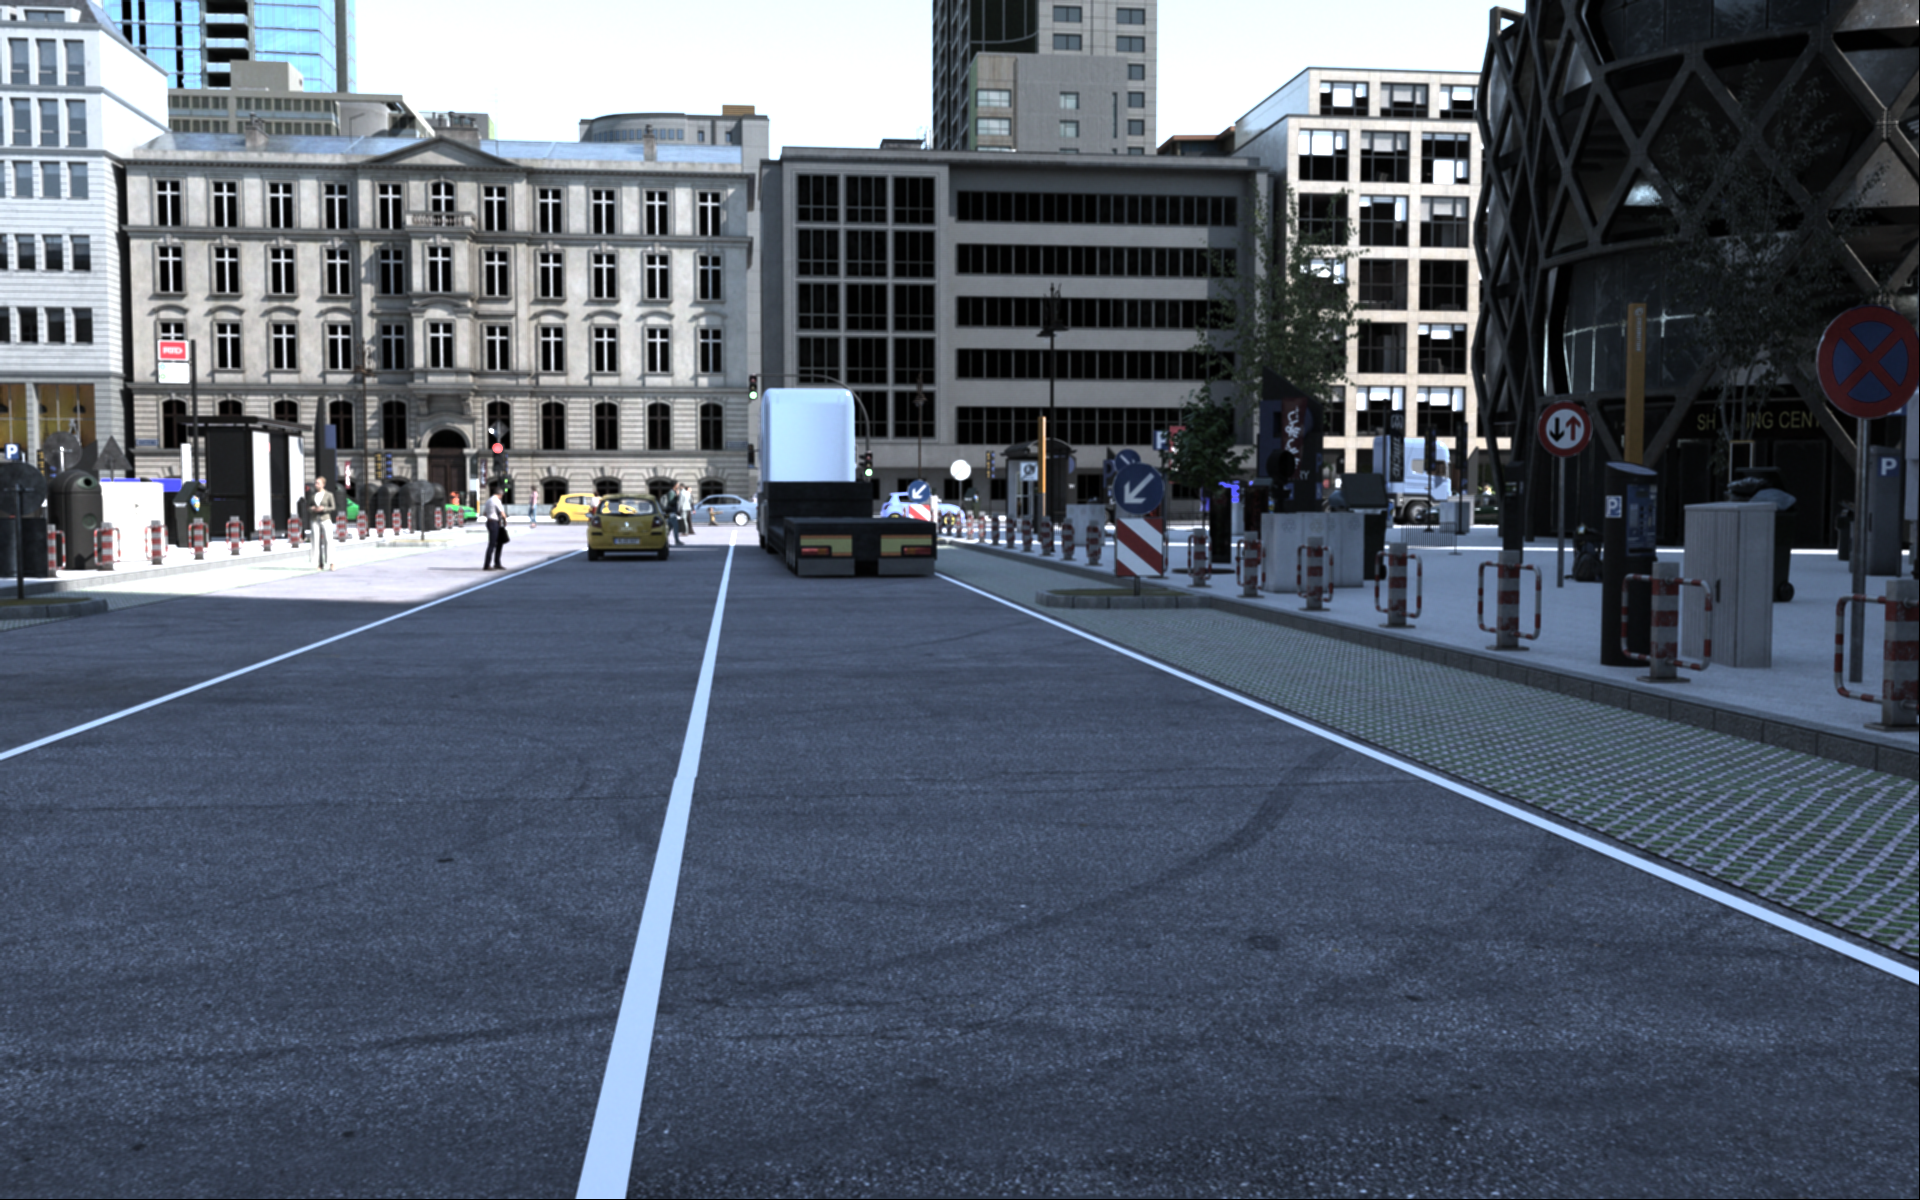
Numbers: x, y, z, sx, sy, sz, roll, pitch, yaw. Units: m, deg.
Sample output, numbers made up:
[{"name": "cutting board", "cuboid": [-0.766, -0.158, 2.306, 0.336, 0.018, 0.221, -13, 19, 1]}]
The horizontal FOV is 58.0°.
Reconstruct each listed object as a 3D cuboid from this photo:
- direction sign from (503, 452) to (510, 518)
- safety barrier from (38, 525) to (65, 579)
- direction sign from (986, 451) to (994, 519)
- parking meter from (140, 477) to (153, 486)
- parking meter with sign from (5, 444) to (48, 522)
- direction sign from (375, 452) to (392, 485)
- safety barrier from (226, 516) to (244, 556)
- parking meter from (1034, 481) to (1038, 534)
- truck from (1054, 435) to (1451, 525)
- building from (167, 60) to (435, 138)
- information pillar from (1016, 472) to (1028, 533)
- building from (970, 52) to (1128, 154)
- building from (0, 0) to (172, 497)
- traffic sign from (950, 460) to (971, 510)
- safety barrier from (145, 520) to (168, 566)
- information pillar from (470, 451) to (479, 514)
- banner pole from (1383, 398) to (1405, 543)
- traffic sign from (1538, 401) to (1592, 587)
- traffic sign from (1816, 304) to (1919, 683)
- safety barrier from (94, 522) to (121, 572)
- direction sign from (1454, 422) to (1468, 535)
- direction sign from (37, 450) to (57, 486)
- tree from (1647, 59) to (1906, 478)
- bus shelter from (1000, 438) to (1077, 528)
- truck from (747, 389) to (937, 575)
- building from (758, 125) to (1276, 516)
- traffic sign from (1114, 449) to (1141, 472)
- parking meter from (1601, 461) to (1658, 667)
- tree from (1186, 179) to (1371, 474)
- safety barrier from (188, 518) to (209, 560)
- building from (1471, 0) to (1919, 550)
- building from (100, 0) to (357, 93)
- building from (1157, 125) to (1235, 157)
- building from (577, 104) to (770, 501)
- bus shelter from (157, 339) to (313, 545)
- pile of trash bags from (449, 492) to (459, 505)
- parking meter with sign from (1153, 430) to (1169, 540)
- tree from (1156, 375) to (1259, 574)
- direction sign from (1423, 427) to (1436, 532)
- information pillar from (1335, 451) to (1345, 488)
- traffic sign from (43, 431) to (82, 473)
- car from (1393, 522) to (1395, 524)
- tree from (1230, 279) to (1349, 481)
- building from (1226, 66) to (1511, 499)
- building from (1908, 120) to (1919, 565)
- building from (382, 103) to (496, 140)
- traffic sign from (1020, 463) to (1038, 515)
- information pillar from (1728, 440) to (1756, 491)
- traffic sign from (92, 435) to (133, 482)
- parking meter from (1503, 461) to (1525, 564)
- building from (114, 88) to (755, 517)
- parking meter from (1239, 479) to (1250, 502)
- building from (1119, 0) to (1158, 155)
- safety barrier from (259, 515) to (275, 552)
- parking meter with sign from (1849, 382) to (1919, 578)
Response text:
[{"name": "direction sign", "cuboid": [-24.443, -6.187, 93.153, 0.379, 3.537, 0.876, 0, 4, -1]}, {"name": "safety barrier", "cuboid": [-13.824, -0.736, 26.304, 0.300, 0.817, 1.120, 0, 4, -7]}, {"name": "direction sign", "cuboid": [1.589, -6.044, 90.823, 0.379, 3.537, 0.876, 2, 4, 28]}, {"name": "parking meter", "cuboid": [-28.632, -3.383, 61.016, 0.399, 1.863, 0.255, 1, 4, 18]}, {"name": "parking meter with sign", "cuboid": [-32.609, -3.945, 60.755, 0.543, 3.016, 1.738, 1, 4, 9]}, {"name": "direction sign", "cuboid": [-31.040, -6.196, 93.299, 0.876, 3.537, 0.379, -1, 4, -20]}, {"name": "safety barrier", "cuboid": [-15.036, -1.324, 35.917, 0.300, 0.817, 1.120, 0, 4, -7]}, {"name": "parking meter", "cuboid": [2.561, -3.083, 56.122, 0.255, 1.863, 0.399, 2, 4, 25]}, {"name": "truck", "cuboid": [13.707, -5.470, 79.196, 18.799, 4.110, 2.967, 0, 4, -6]}, {"name": "building", "cuboid": [-61.593, -28.620, 159.816, 32.217, 40.220, 23.993, 0, 4, -7]}, {"name": "information pillar", "cuboid": [2.086, -3.257, 57.741, 0.304, 2.012, 0.304, -3, 4, -38]}, {"name": "building", "cuboid": [7.663, -29.433, 164.822, 14.154, 41.232, 14.086, 0, 4, -7]}, {"name": "building", "cuboid": [-61.441, -19.551, 97.148, 29.804, 29.767, 11.434, 0, 4, -7]}, {"name": "traffic sign", "cuboid": [0.018, -3.965, 64.928, 0.768, 2.556, 0.104, 0, 4, -4]}, {"name": "safety barrier", "cuboid": [-14.431, -1.030, 31.110, 0.300, 0.817, 1.120, 0, 4, -7]}, {"name": "information pillar", "cuboid": [-26.677, -6.350, 95.174, 0.504, 3.616, 0.183, 1, 4, 17]}, {"name": "banner pole", "cuboid": [11.266, -3.376, 45.221, 0.863, 3.779, 0.401, -1, 4, -21]}, {"name": "traffic sign", "cuboid": [8.256, -1.446, 23.746, 0.768, 2.556, 0.104, 0, 4, -5]}, {"name": "traffic sign", "cuboid": [6.115, -0.712, 11.745, 0.768, 2.556, 0.104, 0, 4, -6]}, {"name": "safety barrier", "cuboid": [-14.130, -0.883, 28.707, 0.300, 0.817, 1.120, 0, 4, -7]}, {"name": "direction sign", "cuboid": [15.744, -3.818, 54.423, 0.379, 3.537, 0.876, 3, 4, 38]}, {"name": "direction sign", "cuboid": [-46.595, -5.898, 88.431, 0.876, 3.537, 0.379, -2, 4, -24]}, {"name": "tree", "cuboid": [13.937, -4.897, 30.422, 4.360, 8.622, 3.978, 0, 3, 0]}, {"name": "bus shelter", "cuboid": [2.885, -4.361, 65.221, 2.014, 3.302, 5.546, 0, 4, -7]}, {"name": "truck", "cuboid": [-3.004, -2.989, 38.626, 2.967, 4.110, 18.799, -1, 4, -9]}, {"name": "building", "cuboid": [2.916, -17.531, 105.695, 30.058, 24.678, 14.314, 0, 4, -7]}, {"name": "traffic sign", "cuboid": [4.745, -2.998, 49.126, 0.768, 2.556, 0.104, 0, 4, -2]}, {"name": "parking meter", "cuboid": [5.012, -0.279, 12.968, 0.372, 1.533, 0.369, 0, 3, 0]}, {"name": "tree", "cuboid": [7.582, -5.475, 39.873, 4.737, 8.622, 4.395, 0, 3, 0]}, {"name": "safety barrier", "cuboid": [-14.731, -1.177, 33.512, 0.300, 0.817, 1.120, 0, 4, -7]}, {"name": "building", "cuboid": [23.315, -10.914, 45.894, 16.820, 18.784, 16.811, 0, 4, -7]}, {"name": "building", "cuboid": [-79.567, -53.681, 190.359, 31.000, 86.520, 22.319, 0, 4, -7]}, {"name": "building", "cuboid": [37.852, -33.733, 206.162, 28.867, 44.769, 22.147, 0, 4, -7]}, {"name": "building", "cuboid": [-43.042, -44.134, 263.593, 28.212, 58.520, 21.231, 0, 4, -7]}, {"name": "bus shelter", "cuboid": [-20.033, -4.288, 47.744, 2.179, 5.291, 8.768, 0, 4, -7]}, {"name": "pile of trash bags", "cuboid": [-27.391, -4.891, 89.717, 1.912, 1.369, 3.447, 3, 5, 41]}, {"name": "parking meter with sign", "cuboid": [5.541, -3.173, 48.143, 0.543, 3.016, 1.738, 0, 3, 0]}, {"name": "tree", "cuboid": [4.101, -2.057, 28.229, 1.663, 3.219, 1.824, 0, 3, 0]}, {"name": "direction sign", "cuboid": [15.888, -4.072, 58.579, 0.379, 3.537, 0.876, -1, 4, -8]}, {"name": "information pillar", "cuboid": [20.644, -6.279, 94.017, 0.504, 3.616, 0.183, 0, 4, 2]}, {"name": "traffic sign", "cuboid": [-18.189, -2.141, 35.109, 0.768, 2.556, 0.104, 0, 4, -4]}, {"name": "car", "cuboid": [22.270, -4.650, 84.816, 4.718, 1.807, 1.959, 0, 4, -6]}, {"name": "tree", "cuboid": [11.606, -6.692, 59.778, 4.360, 8.622, 3.978, 0, 3, 0]}, {"name": "building", "cuboid": [34.651, -18.837, 112.505, 34.151, 26.468, 19.350, 0, 4, -7]}, {"name": "building", "cuboid": [24.399, -14.625, 16.620, 11.434, 29.767, 29.804, 0, 4, -7]}, {"name": "building", "cuboid": [-56.008, -30.339, 179.639, 14.154, 41.232, 14.086, 0, 4, -7]}, {"name": "traffic sign", "cuboid": [2.212, -3.251, 55.279, 0.606, 2.300, 0.079, 0, 4, -1]}, {"name": "information pillar", "cuboid": [10.770, -1.187, 23.898, 0.304, 2.012, 0.304, 2, 4, 30]}, {"name": "traffic sign", "cuboid": [-18.791, -2.349, 38.413, 0.884, 2.594, 0.081, 0, 4, -1]}, {"name": "parking meter", "cuboid": [9.809, -1.528, 30.688, 0.255, 1.863, 0.399, 3, 4, 36]}, {"name": "building", "cuboid": [-29.579, -17.335, 102.503, 34.723, 24.649, 14.460, 0, 4, -7]}, {"name": "parking meter", "cuboid": [10.698, -3.632, 65.094, 0.399, 1.863, 0.255, 2, 4, 25]}, {"name": "building", "cuboid": [8.226, -45.454, 181.430, 20.563, 71.187, 20.611, 0, 4, -7]}, {"name": "safety barrier", "cuboid": [-15.335, -1.471, 38.320, 0.300, 0.817, 1.120, 0, 4, -7]}, {"name": "parking meter with sign", "cuboid": [14.555, -1.902, 27.357, 0.543, 3.016, 1.738, 1, 4, 8]}]
